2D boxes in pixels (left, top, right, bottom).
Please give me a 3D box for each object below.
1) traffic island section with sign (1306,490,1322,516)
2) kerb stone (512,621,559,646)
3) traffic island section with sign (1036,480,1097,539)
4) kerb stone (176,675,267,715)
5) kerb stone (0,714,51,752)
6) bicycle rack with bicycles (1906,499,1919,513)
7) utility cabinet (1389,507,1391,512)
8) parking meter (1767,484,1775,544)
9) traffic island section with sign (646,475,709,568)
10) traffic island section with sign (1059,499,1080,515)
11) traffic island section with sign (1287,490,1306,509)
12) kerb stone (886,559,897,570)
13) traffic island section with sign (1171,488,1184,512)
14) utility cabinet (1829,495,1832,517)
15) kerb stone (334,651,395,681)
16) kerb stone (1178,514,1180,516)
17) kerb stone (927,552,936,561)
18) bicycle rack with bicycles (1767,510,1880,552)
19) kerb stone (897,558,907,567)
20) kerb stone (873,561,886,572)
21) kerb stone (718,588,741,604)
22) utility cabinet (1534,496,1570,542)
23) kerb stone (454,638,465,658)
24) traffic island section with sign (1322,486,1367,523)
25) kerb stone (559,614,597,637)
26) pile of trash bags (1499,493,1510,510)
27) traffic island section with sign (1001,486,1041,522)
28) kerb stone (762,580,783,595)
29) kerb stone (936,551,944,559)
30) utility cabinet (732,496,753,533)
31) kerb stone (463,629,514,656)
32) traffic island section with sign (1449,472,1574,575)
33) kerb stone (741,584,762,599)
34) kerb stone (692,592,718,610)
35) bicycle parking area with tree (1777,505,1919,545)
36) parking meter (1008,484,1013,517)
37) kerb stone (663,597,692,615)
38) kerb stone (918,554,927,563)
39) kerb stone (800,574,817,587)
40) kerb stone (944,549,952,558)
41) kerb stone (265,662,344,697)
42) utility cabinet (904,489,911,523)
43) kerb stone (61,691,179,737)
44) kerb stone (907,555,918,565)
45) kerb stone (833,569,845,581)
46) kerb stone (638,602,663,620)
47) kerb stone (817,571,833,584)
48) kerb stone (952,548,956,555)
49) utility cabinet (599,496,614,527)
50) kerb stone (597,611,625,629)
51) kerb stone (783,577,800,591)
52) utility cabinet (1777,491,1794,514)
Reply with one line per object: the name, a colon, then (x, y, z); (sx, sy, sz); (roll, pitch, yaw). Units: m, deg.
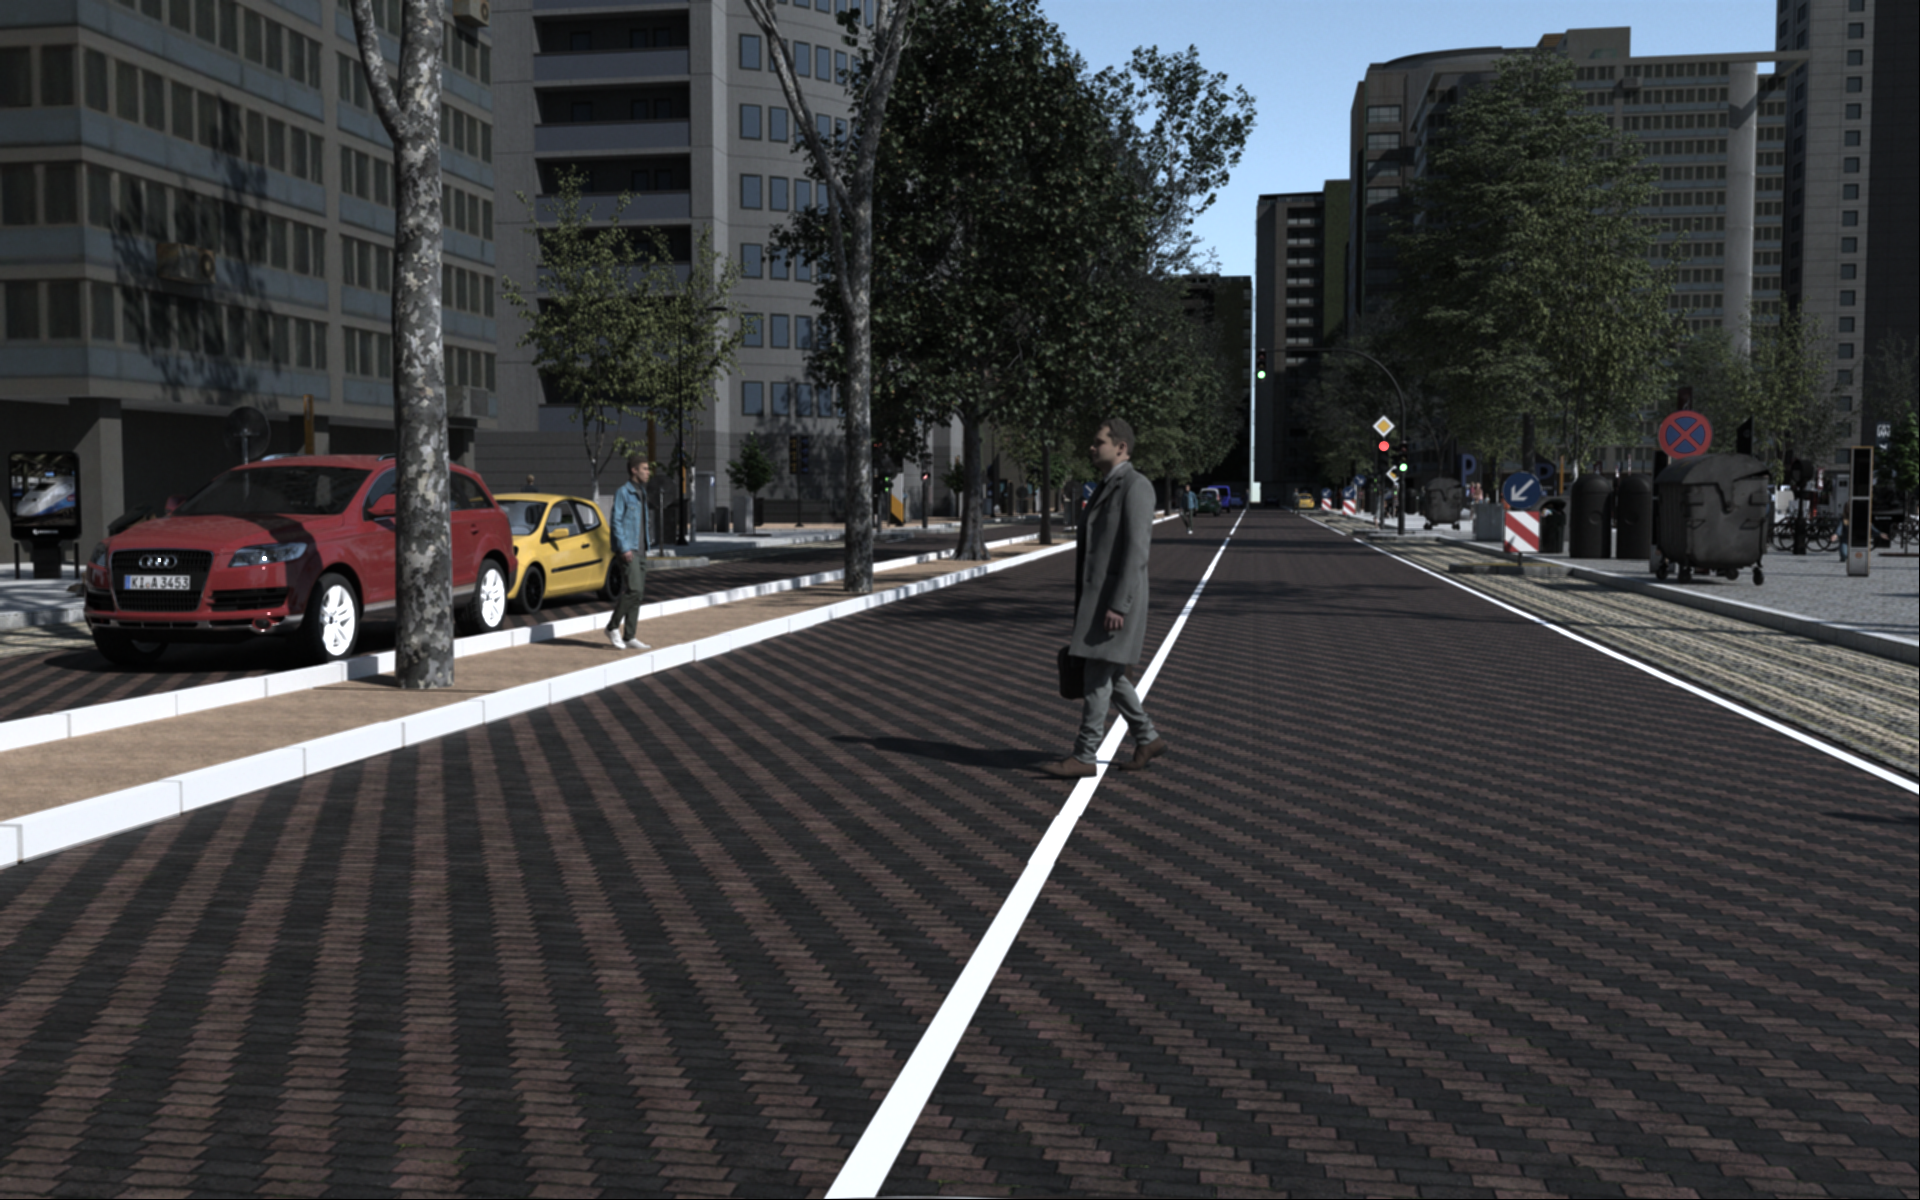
traffic island section with sign: (23.878, -6.417, 113.541); (1.989, 1.847, 2.006); (1, 4, 10)
kerb stone: (-4.147, 0.337, 16.687); (0.120, 0.150, 1.000); (1, 4, 10)
traffic island section with sign: (3.581, -2.920, 55.878); (2.006, 1.907, 1.989); (1, 4, 10)
kerb stone: (-5.009, 0.648, 11.639); (0.120, 0.150, 1.000); (1, 4, 10)
kerb stone: (-5.353, 0.772, 9.624); (0.120, 0.150, 1.000); (1, 4, 10)
bicycle rack with bicycles: (65.811, -6.617, 121.574); (2.852, 0.926, 2.925); (1, 4, 10)
utility cabinet: (28.834, -6.615, 116.826); (0.318, 1.500, 1.173); (-3, 5, -42)
parking meter: (20.952, -2.237, 44.984); (0.372, 1.533, 0.369); (0, 3, 0)
traffic island section with sign: (-6.090, -1.580, 34.468); (1.989, 1.847, 2.006); (1, 4, 10)
traffic island section with sign: (7.719, -6.557, 115.837); (1.989, 1.847, 2.006); (1, 4, 10)
traffic island section with sign: (36.633, -11.013, 188.689); (1.989, 1.847, 2.006); (1, 4, 10)
kerb stone: (-1.404, -0.648, 32.855); (0.120, 0.150, 1.000); (1, 4, 10)
traffic island section with sign: (17.394, -7.898, 137.264); (2.006, 1.907, 1.989); (1, 4, 10)
utility cabinet: (41.335, -4.290, 81.303); (0.306, 1.237, 1.020); (-1, 4, -22)
kerb stone: (-4.665, 0.522, 13.660); (0.120, 0.150, 1.000); (1, 4, 10)
kerb stone: (13.455, -5.240, 107.874); (0.120, 0.150, 1.000); (1, 4, 10)
kerb stone: (-0.725, -0.897, 36.903); (0.120, 0.150, 1.000); (1, 4, 10)
bicycle rack with bicycles: (19.092, -1.567, 39.009); (2.925, 0.926, 2.852); (2, 4, 32)
kerb stone: (-1.235, -0.714, 33.863); (0.120, 0.150, 1.000); (1, 4, 10)
kerb stone: (-1.578, -0.590, 31.846); (0.120, 0.150, 1.000); (1, 4, 10)
kerb stone: (-3.116, -0.034, 22.761); (0.120, 0.150, 1.000); (1, 4, 10)
utility cabinet: (16.118, -2.199, 47.113); (1.020, 1.237, 0.306); (2, 4, 32)
kerb stone: (-4.495, 0.460, 14.668); (0.120, 0.150, 1.000); (1, 4, 10)
traffic island section with sign: (19.346, -4.783, 86.822); (1.989, 1.847, 2.006); (1, 4, 10)
kerb stone: (-3.985, 0.275, 17.698); (0.120, 0.150, 1.000); (1, 4, 10)
pile of trash bags: (27.294, -4.991, 91.352); (3.447, 1.369, 1.912); (1, 4, 19)
traffic island section with sign: (3.206, -4.932, 89.261); (1.989, 1.847, 2.006); (1, 4, 10)
kerb stone: (-2.767, -0.158, 24.779); (0.120, 0.150, 1.000); (1, 4, 10)
kerb stone: (-0.556, -0.961, 37.911); (0.120, 0.150, 1.000); (1, 4, 10)
utility cabinet: (-7.139, -2.805, 57.024); (0.306, 1.237, 1.020); (-2, 4, -31)
kerb stone: (-4.331, 0.399, 15.677); (0.120, 0.150, 1.000); (1, 4, 10)
traffic island section with sign: (9.937, -1.390, 31.349); (1.989, 1.847, 2.006); (1, 4, 10)
kerb stone: (-2.953, -0.096, 23.771); (0.120, 0.150, 1.000); (1, 4, 10)
kerb stone: (-3.286, 0.031, 21.752); (0.120, 0.150, 1.000); (1, 4, 10)
bicycle parking area with tree: (26.593, -3.624, 46.258); (9.016, 4.147, 8.231); (2, 4, 30)
parking meter: (2.908, -5.714, 99.142); (0.255, 1.863, 0.399); (0, 4, -3)
kerb stone: (-3.457, 0.089, 20.745); (0.120, 0.150, 1.000); (1, 4, 10)
kerb stone: (-0.891, -0.836, 35.891); (0.120, 0.150, 1.000); (1, 4, 10)
kerb stone: (-2.428, -0.279, 26.798); (0.120, 0.150, 1.000); (1, 4, 10)
kerb stone: (-0.373, -1.021, 38.919); (0.120, 0.150, 1.000); (1, 4, 10)
kerb stone: (-4.834, 0.592, 12.653); (0.120, 0.150, 1.000); (1, 4, 10)
utility cabinet: (-2.429, -4.183, 77.073); (0.318, 1.500, 1.173); (1, 4, 11)
kerb stone: (-5.174, 0.707, 10.630); (0.120, 0.150, 1.000); (1, 4, 10)
kerb stone: (-1.058, -0.771, 34.871); (0.120, 0.150, 1.000); (1, 4, 10)
kerb stone: (-2.083, -0.405, 28.812); (0.120, 0.150, 1.000); (1, 4, 10)
kerb stone: (-3.638, 0.151, 19.730); (0.120, 0.150, 1.000); (1, 4, 10)
kerb stone: (-2.264, -0.342, 27.807); (0.120, 0.150, 1.000); (1, 4, 10)
kerb stone: (-0.210, -1.084, 39.928); (0.120, 0.150, 1.000); (1, 4, 10)
utility cabinet: (-13.579, -3.399, 66.740); (1.020, 1.237, 0.306); (0, 4, -3)
kerb stone: (-3.806, 0.213, 18.717); (0.120, 0.150, 1.000); (1, 4, 10)
kerb stone: (-2.604, -0.218, 25.788); (0.120, 0.150, 1.000); (1, 4, 10)
utility cabinet: (52.407, -6.210, 110.214); (1.173, 1.500, 0.318); (0, 4, 3)
